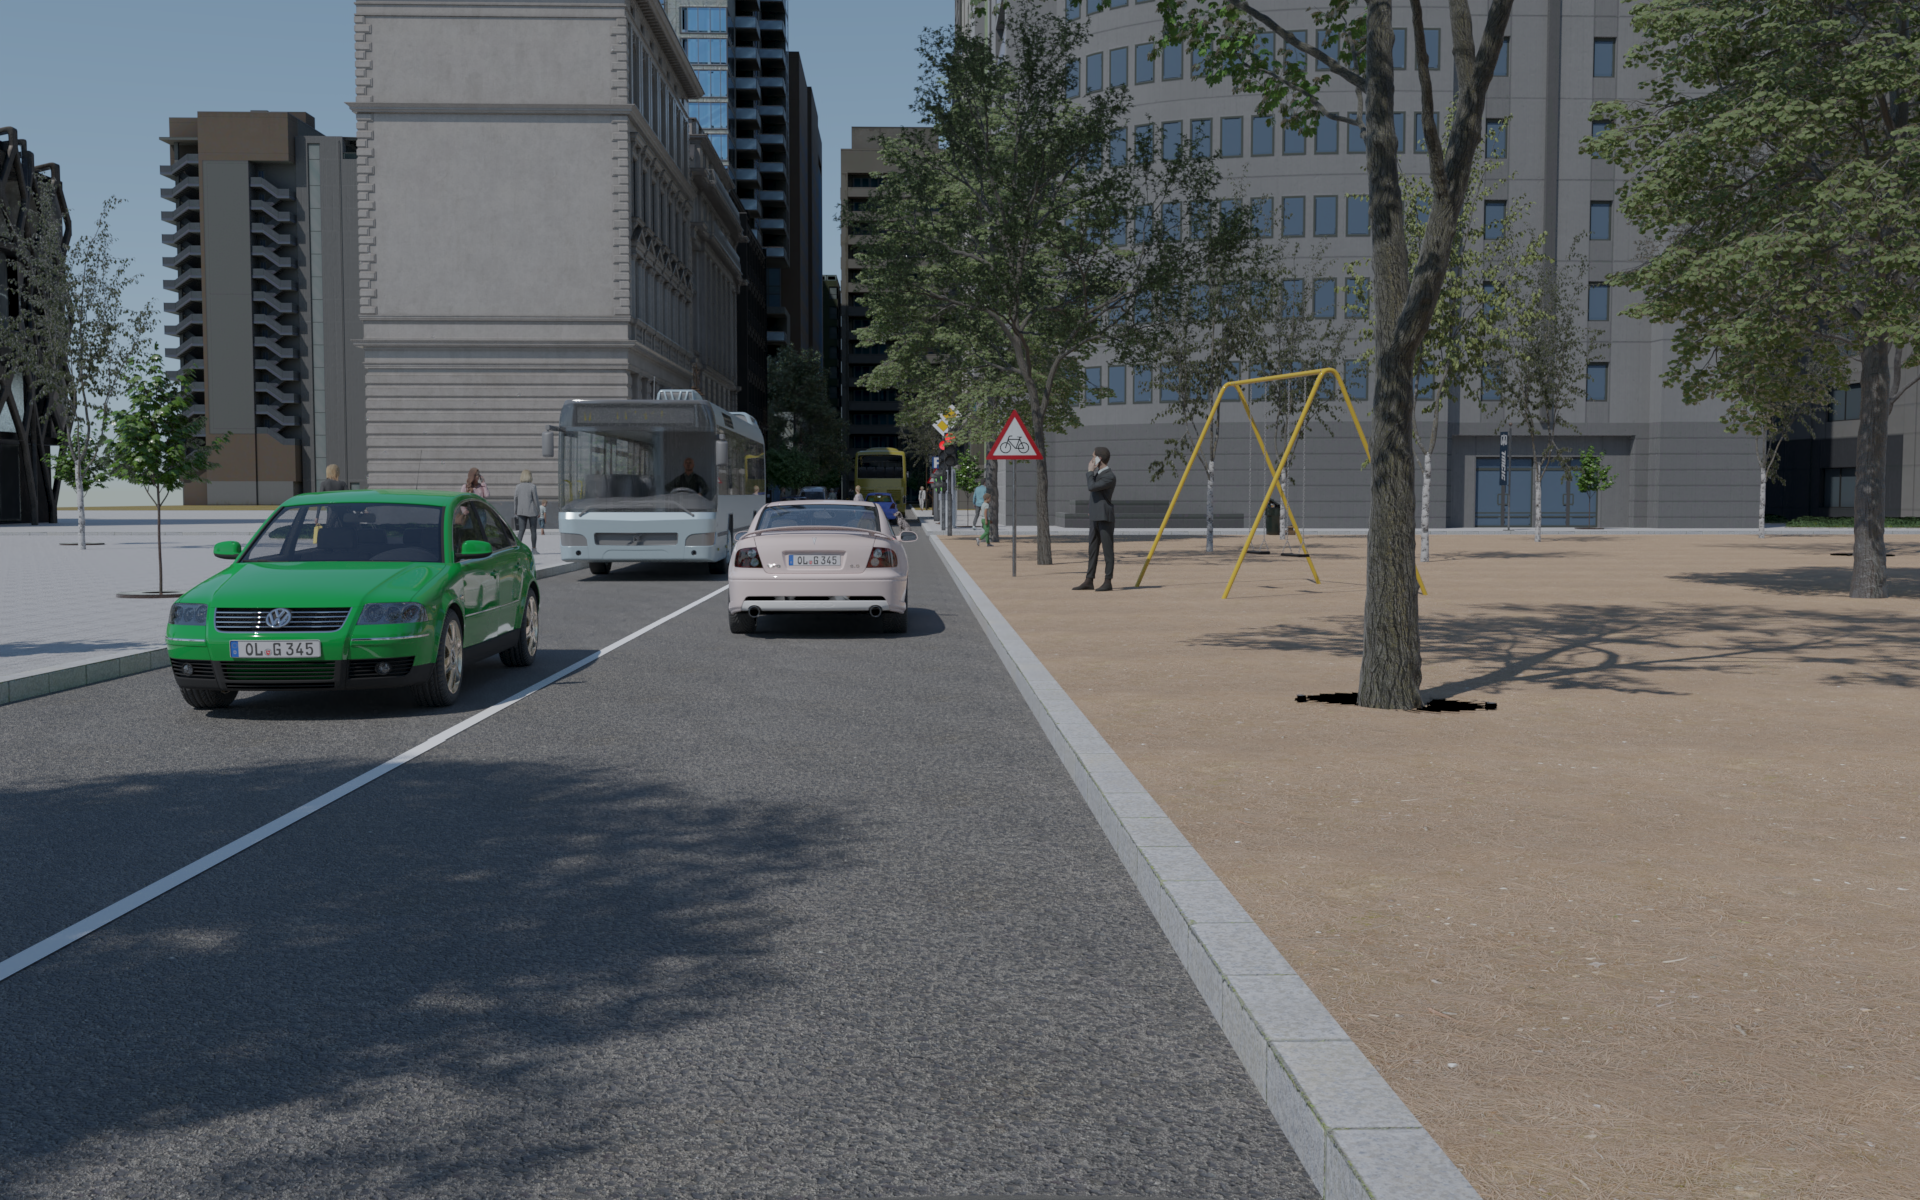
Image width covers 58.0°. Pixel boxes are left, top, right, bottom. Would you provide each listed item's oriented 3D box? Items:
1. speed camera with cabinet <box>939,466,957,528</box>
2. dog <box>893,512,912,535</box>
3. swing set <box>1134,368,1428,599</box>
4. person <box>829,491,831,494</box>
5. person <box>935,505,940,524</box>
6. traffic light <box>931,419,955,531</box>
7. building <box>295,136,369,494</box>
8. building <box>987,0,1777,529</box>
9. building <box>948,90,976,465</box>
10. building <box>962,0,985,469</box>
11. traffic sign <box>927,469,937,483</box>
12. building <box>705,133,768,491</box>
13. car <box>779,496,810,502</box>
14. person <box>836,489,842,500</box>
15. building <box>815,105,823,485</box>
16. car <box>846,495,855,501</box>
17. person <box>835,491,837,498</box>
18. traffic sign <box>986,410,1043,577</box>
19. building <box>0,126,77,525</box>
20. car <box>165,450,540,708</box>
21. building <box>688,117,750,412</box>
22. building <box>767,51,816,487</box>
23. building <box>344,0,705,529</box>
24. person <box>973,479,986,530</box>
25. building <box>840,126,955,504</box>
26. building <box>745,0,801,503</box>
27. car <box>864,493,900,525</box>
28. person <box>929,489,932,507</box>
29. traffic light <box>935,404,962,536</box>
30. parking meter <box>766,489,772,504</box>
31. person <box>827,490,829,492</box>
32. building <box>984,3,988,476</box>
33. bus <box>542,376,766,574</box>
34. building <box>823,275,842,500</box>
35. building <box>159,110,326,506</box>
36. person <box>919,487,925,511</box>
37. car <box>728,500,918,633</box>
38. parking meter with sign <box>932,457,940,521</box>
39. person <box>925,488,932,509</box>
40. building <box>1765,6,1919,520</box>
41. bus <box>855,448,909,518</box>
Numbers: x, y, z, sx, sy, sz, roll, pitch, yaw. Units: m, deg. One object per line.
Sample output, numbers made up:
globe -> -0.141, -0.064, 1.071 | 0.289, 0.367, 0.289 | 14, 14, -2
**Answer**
speed camera with cabinet -> -0.462, -4.287, 64.430 | 0.660, 3.252, 2.038 | 0, 4, 3
dog -> -1.876, -2.660, 60.324 | 0.800, 0.831, 0.513 | 3, 5, 41
swing set -> 4.211, -1.538, 22.764 | 2.862, 2.851, 3.119 | -1, 4, -16
person -> -13.820, -10.924, 185.361 | 0.721, 1.736, 1.217 | 1, 4, 18
person -> -0.642, -4.054, 72.427 | 0.767, 1.812, 0.694 | 1, 4, 14
traffic light -> -0.598, -4.398, 60.829 | 0.839, 4.253, 0.868 | 0, 4, -2
building -> -67.317, -31.637, 200.860 | 14.086, 41.232, 14.154 | 0, 4, -2
building -> 15.678, -32.471, 72.894 | 28.212, 58.520, 21.231 | 0, 4, -2
building -> 10.064, -33.896, 173.809 | 23.786, 49.044, 30.456 | 0, 4, -2
building -> 13.964, -32.584, 121.987 | 28.713, 52.752, 27.495 | 0, 4, -2
traffic sign -> -1.145, -5.144, 84.109 | 0.884, 2.594, 0.081 | 0, 4, 2
building -> -19.546, -17.428, 114.621 | 12.332, 23.373, 15.834 | 0, 4, -2
car -> -7.326, -3.915, 76.591 | 1.945, 1.354, 3.894 | 0, 4, -1
person -> -13.490, -11.405, 192.643 | 0.705, 1.807, 1.348 | 1, 4, 19
building -> -22.471, -32.835, 186.962 | 14.600, 45.320, 14.200 | 0, 4, -2
car -> -10.154, -9.777, 170.075 | 2.015, 1.641, 3.980 | 0, 4, -4
person -> -14.935, -12.319, 208.399 | 0.756, 1.711, 0.436 | -1, 4, -8
traffic sign -> 0.842, -1.638, 26.782 | 0.884, 2.594, 0.081 | 0, 3, 0
building -> -45.966, -12.348, 69.346 | 16.811, 18.784, 16.820 | 0, 4, -2
car -> -4.370, -0.259, 13.023 | 1.959, 1.807, 4.718 | 0, 4, -3
building -> -19.155, -15.451, 94.416 | 13.314, 21.916, 24.055 | 0, 4, -2
building -> -22.429, -31.968, 172.782 | 14.600, 45.320, 14.200 | 0, 4, -2
building -> -17.165, -14.861, 71.849 | 11.050, 23.489, 19.941 | 0, 4, -2
person -> 0.704, -3.379, 61.301 | 0.660, 1.820, 0.620 | 2, 4, 30
building -> -4.992, -37.189, 231.740 | 21.600, 48.544, 21.300 | 0, 4, -2
building -> -24.744, -51.144, 148.877 | 22.319, 86.520, 31.000 | 0, 4, -2
car -> -3.786, -4.405, 81.618 | 1.945, 1.707, 3.694 | 0, 4, -1
person -> -2.855, -9.929, 168.937 | 0.434, 1.755, 0.990 | 1, 4, 12
traffic light -> -0.332, -3.910, 52.848 | 0.839, 4.253, 0.868 | 0, 4, -2
parking meter -> -10.411, -5.244, 94.157 | 0.372, 1.533, 0.369 | 0, 3, 0
person -> -15.015, -11.679, 197.009 | 1.348, 1.822, 0.705 | 2, 4, 31
building -> 8.256, -25.064, 93.396 | 14.154, 41.232, 14.086 | 0, 4, -2
bus -> -5.516, -2.380, 33.768 | 2.948, 3.499, 13.247 | 0, 4, -3
building -> -22.720, -27.923, 228.245 | 14.107, 30.474, 14.160 | 0, 4, -2
building -> -81.411, -33.573, 199.034 | 14.200, 45.320, 14.600 | 0, 4, -2
person -> -2.831, -7.565, 129.608 | 0.514, 1.842, 0.818 | 0, 4, 3
car -> -1.505, -0.419, 19.214 | 2.083, 1.381, 4.827 | 0, 4, -2
parking meter with sign -> -0.995, -5.233, 81.828 | 0.543, 3.016, 1.738 | 0, 4, 2
person -> -2.803, -8.739, 148.942 | 0.705, 1.822, 1.348 | 2, 4, 32
building -> 48.134, -38.743, 71.694 | 20.611, 71.187, 20.563 | 0, 4, -2
bus -> -4.100, -6.079, 90.944 | 2.896, 3.916, 12.252 | 0, 4, -2
